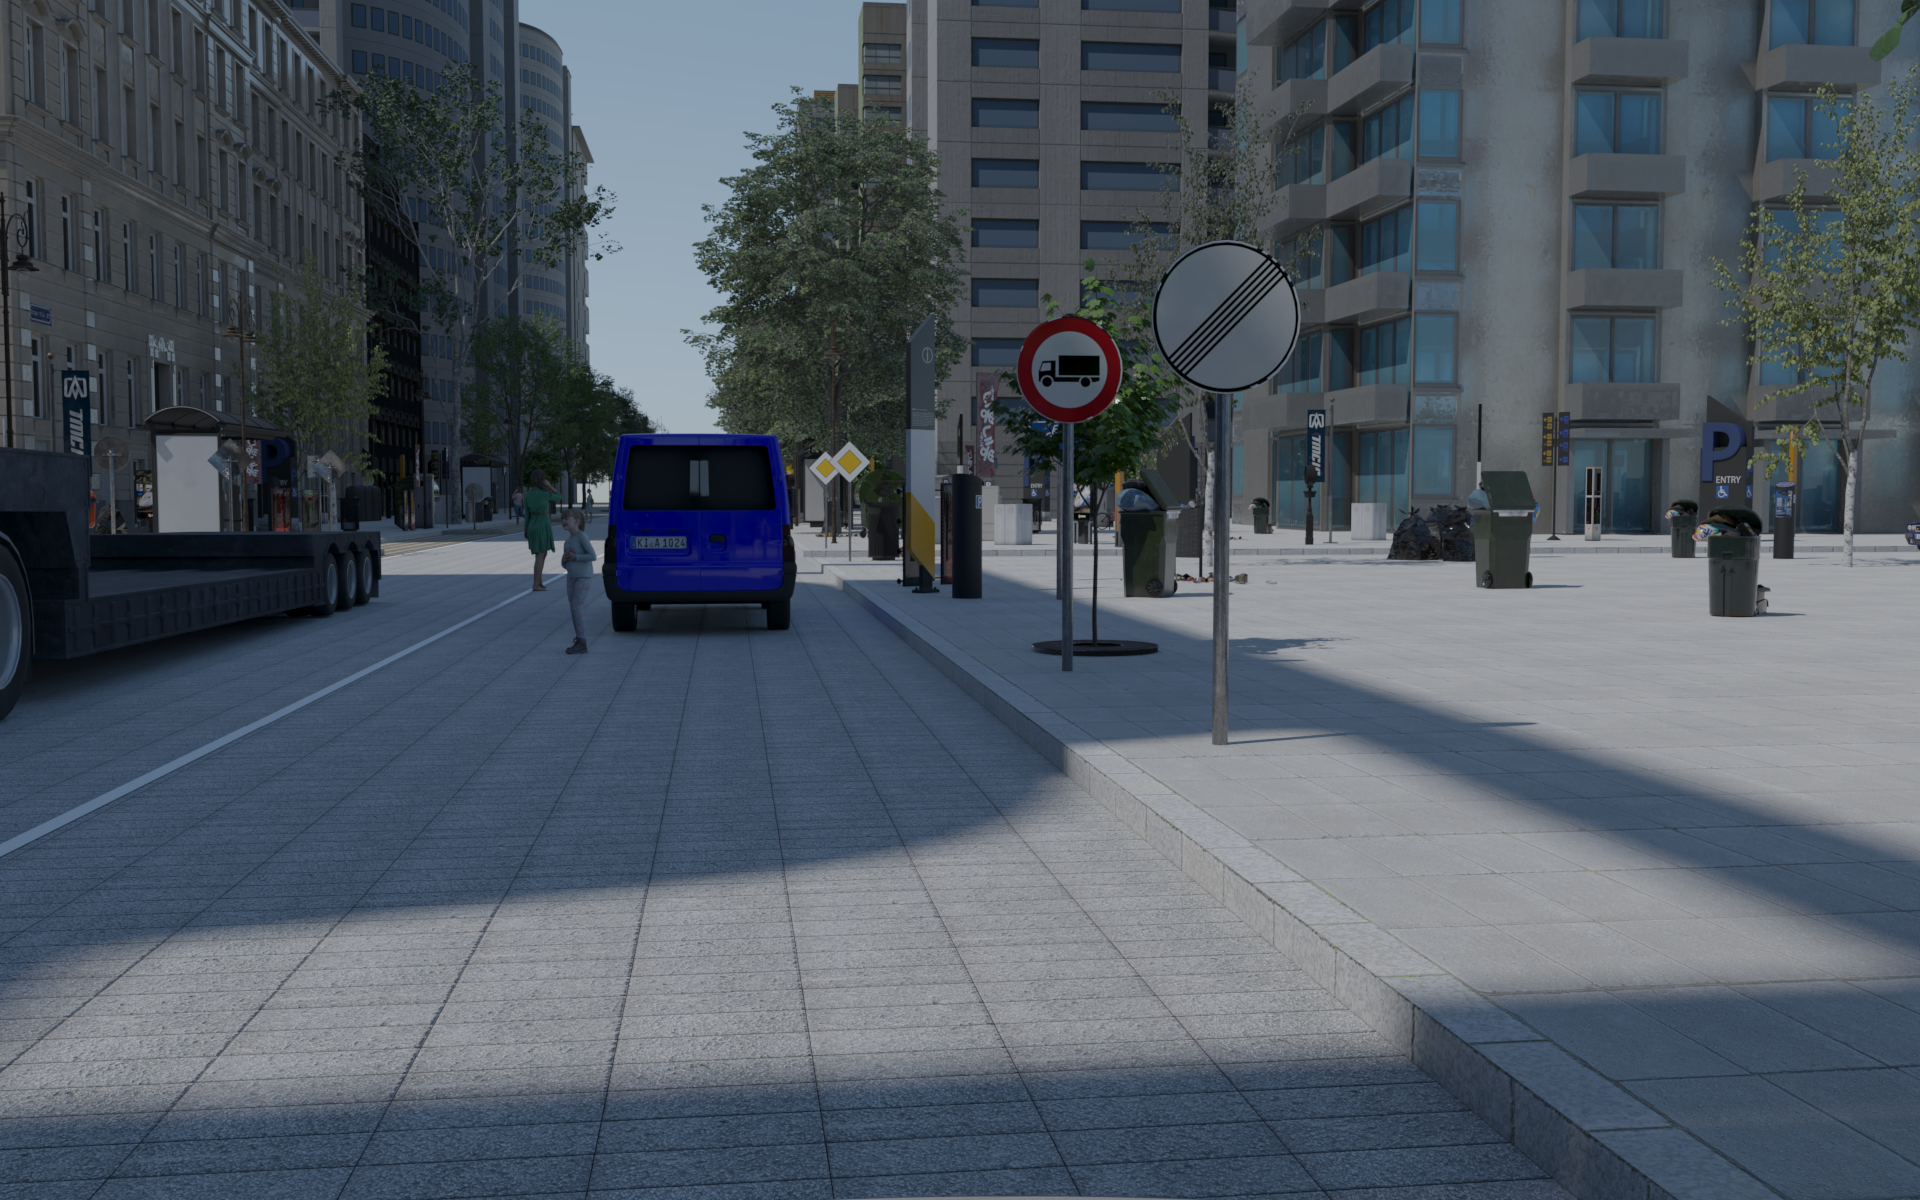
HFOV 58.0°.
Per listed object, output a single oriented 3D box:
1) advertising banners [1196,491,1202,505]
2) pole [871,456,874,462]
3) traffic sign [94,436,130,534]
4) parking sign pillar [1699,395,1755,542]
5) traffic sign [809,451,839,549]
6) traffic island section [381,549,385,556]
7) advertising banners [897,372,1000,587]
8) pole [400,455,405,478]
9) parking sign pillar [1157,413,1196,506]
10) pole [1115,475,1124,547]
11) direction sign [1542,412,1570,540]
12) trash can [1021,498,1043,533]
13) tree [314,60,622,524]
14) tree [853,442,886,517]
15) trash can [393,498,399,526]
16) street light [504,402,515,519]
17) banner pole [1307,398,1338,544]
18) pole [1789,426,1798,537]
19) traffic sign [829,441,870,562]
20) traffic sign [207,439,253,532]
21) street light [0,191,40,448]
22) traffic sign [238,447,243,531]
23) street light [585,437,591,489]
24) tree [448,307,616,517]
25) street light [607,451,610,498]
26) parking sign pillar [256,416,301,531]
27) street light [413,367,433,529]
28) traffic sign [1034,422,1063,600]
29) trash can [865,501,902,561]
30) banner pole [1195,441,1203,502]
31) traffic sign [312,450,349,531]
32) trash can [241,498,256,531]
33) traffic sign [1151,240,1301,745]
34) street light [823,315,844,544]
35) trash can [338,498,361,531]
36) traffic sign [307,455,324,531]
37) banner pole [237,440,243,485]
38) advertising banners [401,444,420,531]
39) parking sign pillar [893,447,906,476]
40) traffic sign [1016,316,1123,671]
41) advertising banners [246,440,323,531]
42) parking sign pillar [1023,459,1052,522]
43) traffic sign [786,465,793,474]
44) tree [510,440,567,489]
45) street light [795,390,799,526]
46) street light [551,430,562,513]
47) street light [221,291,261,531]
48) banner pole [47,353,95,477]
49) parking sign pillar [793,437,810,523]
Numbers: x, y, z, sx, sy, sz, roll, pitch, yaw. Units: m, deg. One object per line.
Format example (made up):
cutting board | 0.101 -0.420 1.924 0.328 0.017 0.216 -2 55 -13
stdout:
advertising banners | 10.566 -5.004 78.003 0.090 3.025 2.074 2 4 25
pole | -4.664 -6.018 92.241 0.158 3.312 0.155 0 3 0
traffic sign | -18.605 -2.319 38.019 0.768 2.556 0.104 0 4 -4
parking sign pillar | 20.738 -3.570 46.846 1.447 3.967 1.447 -3 4 -37
traffic sign | -3.155 -2.268 40.720 0.795 2.450 0.064 0 4 -8
traffic island section | -14.275 -1.042 39.311 2.009 0.180 2.903 0 4 -8
advertising banners | -0.119 -1.736 24.566 0.090 3.025 2.074 3 5 44
pole | -29.578 -5.993 91.824 0.158 3.312 0.155 0 3 0
parking sign pillar | 7.222 -4.244 57.869 1.447 3.967 1.447 3 4 39
pole | 3.835 -2.922 41.611 0.158 3.312 0.155 0 3 0
direction sign | 16.484 -3.424 47.979 0.379 3.537 0.876 -2 4 -34
trash can | 2.364 -2.767 56.900 0.748 1.137 0.748 0 3 0
tree | -20.569 -13.343 74.045 12.611 20.169 13.585 0 3 0
tree | -5.526 -7.051 99.003 4.285 4.588 4.351 0 3 0
trash can | -22.383 -3.536 69.467 0.748 1.137 0.748 0 3 0
street light | -22.712 -7.004 87.297 0.468 5.910 1.993 0 4 -8
banner pole | 9.424 -3.366 45.054 0.863 3.779 0.401 1 4 14
pole | 24.926 -3.548 51.847 0.158 3.312 0.155 0 3 0
traffic sign | -2.090 -1.784 32.806 0.795 2.450 0.064 0 4 -8
traffic sign | -13.188 -1.694 31.339 0.795 2.450 0.064 0 4 -8
street light | -14.638 -3.294 26.640 0.468 5.910 1.993 0 4 -8
traffic sign | -19.622 -2.879 47.180 0.768 2.556 0.104 0 4 2
street light | -29.706 -10.148 138.708 0.468 5.910 1.993 0 4 -8
tree | -24.688 -10.472 96.973 9.928 11.665 9.643 0 3 0
street light | -32.786 -11.565 161.873 0.468 5.910 1.993 0 4 -8
parking sign pillar | -23.453 -4.343 59.484 1.447 3.967 1.447 1 4 11
street light | -19.580 -5.533 63.249 0.468 5.910 1.993 0 4 -8
traffic sign | 1.212 -1.276 20.974 0.768 2.556 0.104 0 4 1
trash can | -1.475 -1.335 33.485 0.748 1.137 0.748 0 3 0
banner pole | 11.243 -5.651 82.407 0.863 3.779 0.401 0 4 -7
traffic sign | -14.253 -2.178 39.253 0.795 2.450 0.064 0 4 -8
trash can | -23.335 -2.738 56.418 0.748 1.137 0.748 0 3 0
traffic sign | 1.332 -0.532 8.800 0.768 2.556 0.104 0 4 -6
street light | -3.268 -4.406 44.819 0.468 5.910 1.993 0 4 -8
trash can | -20.812 -2.900 59.067 0.748 1.137 0.748 0 3 0
traffic sign | -16.746 -2.642 45.321 0.606 2.300 0.079 0 4 -6
banner pole | -22.935 -3.998 55.387 0.863 3.779 0.401 3 5 40
advertising banners | -19.164 -3.934 60.511 0.090 3.025 2.074 0 3 0
parking sign pillar | -1.941 -4.695 65.243 1.447 3.967 1.447 3 5 44
traffic sign | 0.779 -0.757 12.483 0.768 2.556 0.104 0 4 -5
advertising banners | -18.151 -3.069 46.362 2.074 3.025 0.090 -3 4 -36
parking sign pillar | 3.587 -5.660 81.017 1.447 3.967 1.447 3 5 42
traffic sign | -11.910 -7.309 113.368 2.265 3.308 0.079 0 4 1
tree | -25.494 -7.400 104.709 4.285 4.588 4.351 0 3 0
street light | -6.475 -5.854 68.495 0.468 5.910 1.993 0 4 -8
street light | -25.866 -8.420 110.451 0.468 5.910 1.993 0 4 -8
street light | -16.357 -4.082 39.529 0.468 5.910 1.993 0 4 -8
banner pole | -15.853 -2.494 30.788 0.863 3.779 0.401 -1 4 -10
parking sign pillar | -7.114 -5.424 77.148 1.447 3.967 1.447 -1 4 -15
